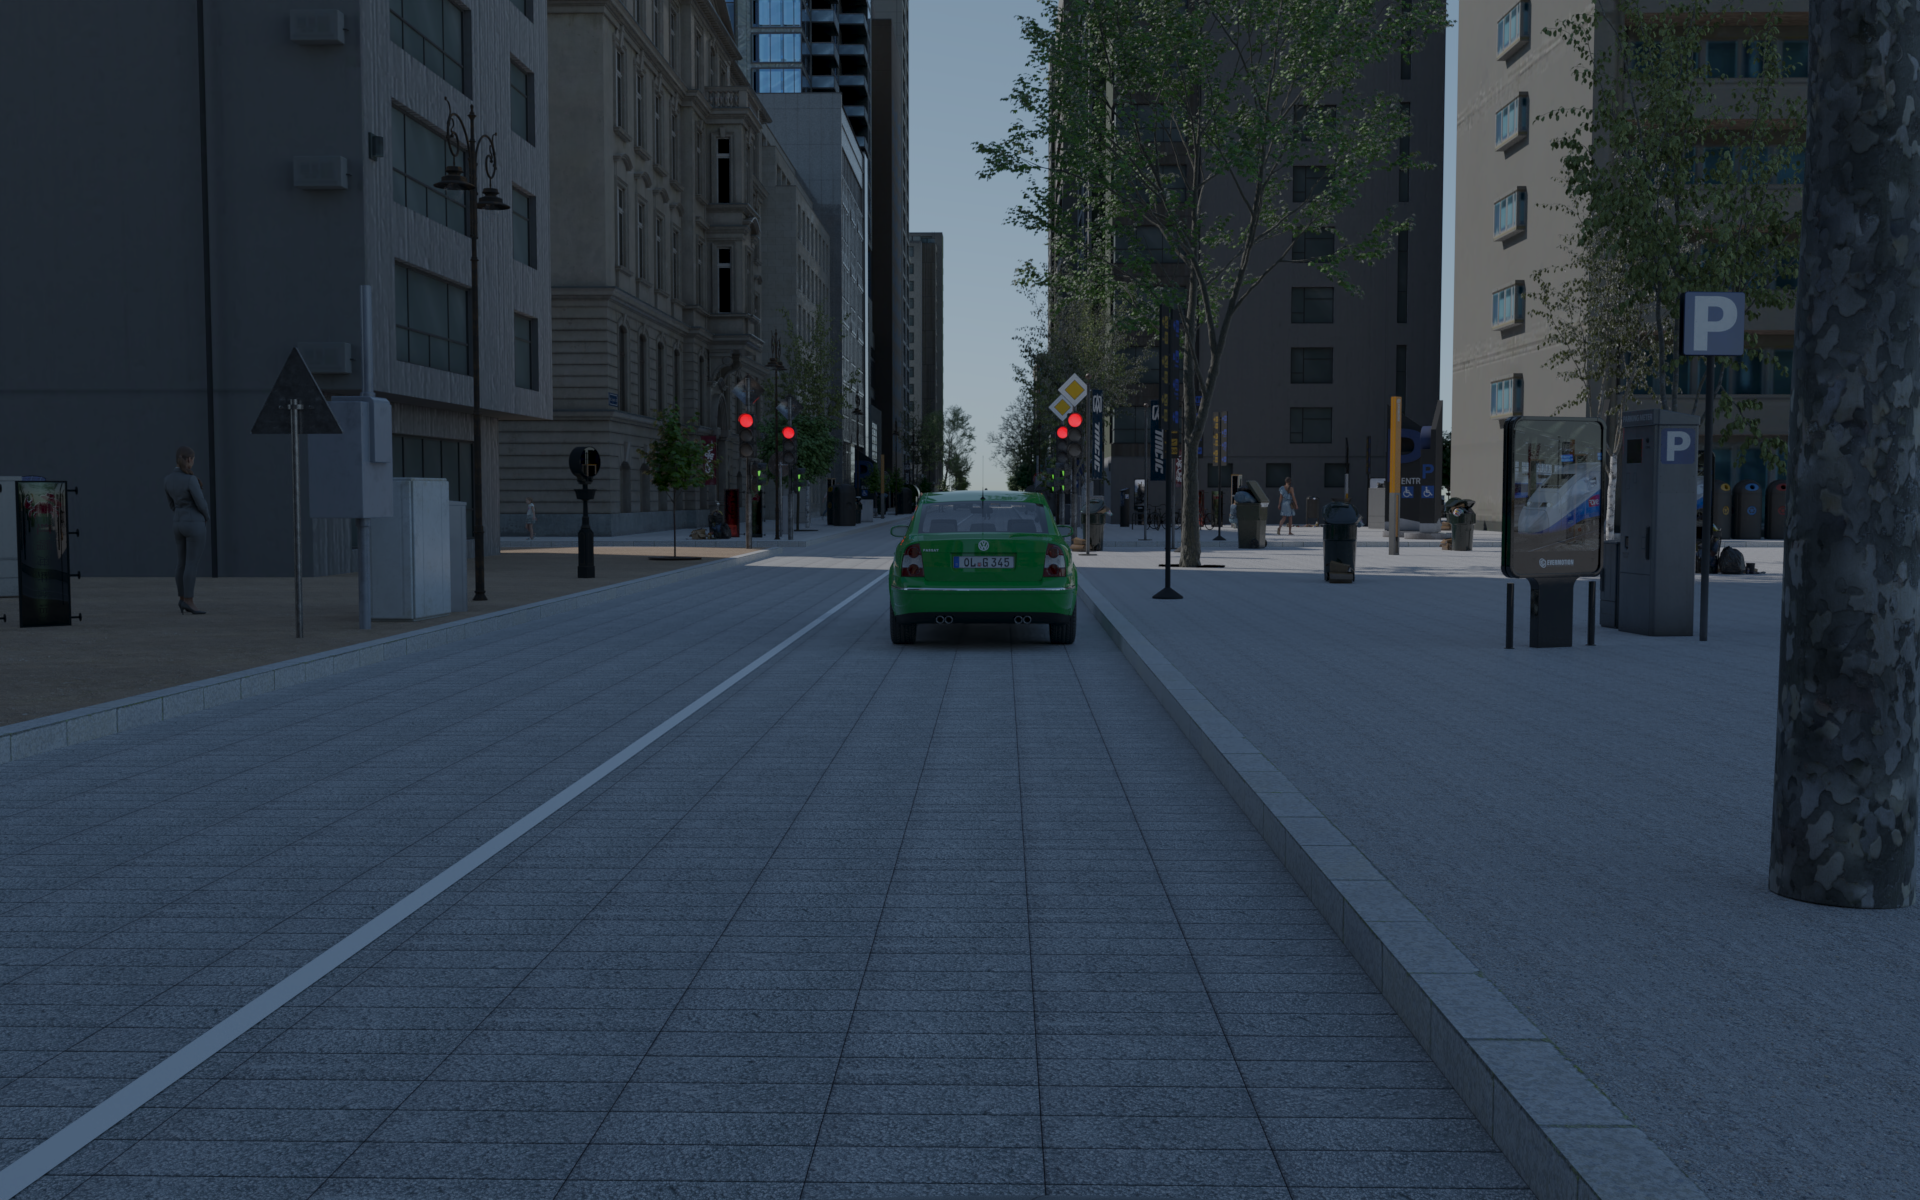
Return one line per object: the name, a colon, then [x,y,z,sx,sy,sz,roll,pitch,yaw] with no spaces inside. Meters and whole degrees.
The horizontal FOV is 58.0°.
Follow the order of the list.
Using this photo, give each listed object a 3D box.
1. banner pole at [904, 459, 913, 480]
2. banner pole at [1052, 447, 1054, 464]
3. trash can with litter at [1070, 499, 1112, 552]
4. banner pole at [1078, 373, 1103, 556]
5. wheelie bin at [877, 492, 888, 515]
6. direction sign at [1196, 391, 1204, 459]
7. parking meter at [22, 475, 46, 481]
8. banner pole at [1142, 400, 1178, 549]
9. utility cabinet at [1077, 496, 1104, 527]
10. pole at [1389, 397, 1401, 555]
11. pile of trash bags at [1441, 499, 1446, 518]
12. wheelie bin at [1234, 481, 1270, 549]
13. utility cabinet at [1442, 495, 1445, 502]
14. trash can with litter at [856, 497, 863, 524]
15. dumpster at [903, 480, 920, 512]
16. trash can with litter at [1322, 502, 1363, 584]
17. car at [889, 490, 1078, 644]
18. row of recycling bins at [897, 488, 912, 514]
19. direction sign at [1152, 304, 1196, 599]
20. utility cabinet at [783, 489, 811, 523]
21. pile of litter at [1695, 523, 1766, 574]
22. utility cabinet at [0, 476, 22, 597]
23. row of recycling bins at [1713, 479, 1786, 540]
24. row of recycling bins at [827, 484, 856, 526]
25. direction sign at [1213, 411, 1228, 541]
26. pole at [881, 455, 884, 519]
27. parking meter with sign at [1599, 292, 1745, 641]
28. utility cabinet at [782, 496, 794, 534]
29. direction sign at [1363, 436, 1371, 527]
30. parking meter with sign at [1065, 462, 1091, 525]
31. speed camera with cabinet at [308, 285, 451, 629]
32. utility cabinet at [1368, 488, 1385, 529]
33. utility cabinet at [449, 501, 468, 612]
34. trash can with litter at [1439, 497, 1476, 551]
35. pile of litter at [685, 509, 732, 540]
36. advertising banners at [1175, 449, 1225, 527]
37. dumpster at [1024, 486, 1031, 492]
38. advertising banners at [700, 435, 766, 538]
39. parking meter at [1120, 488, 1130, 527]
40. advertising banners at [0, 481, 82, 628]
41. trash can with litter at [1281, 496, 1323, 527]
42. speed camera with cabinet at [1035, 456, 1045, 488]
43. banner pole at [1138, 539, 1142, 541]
banner pole: [-3.601,-8.153,123.326,0.863,3.779,0.401,-1,4,-9]
banner pole: [4.962,-6.255,92.280,0.401,3.779,0.863,0,4,6]
trash can with litter: [2.912,-1.671,38.711,0.624,1.170,1.055,2,4,31]
banner pole: [2.795,-2.828,36.250,0.401,3.779,0.863,2,4,33]
wheelie bin: [-4.921,-6.059,106.974,0.980,1.594,0.693,1,4,12]
direction sign: [4.900,-2.817,38.047,0.876,3.537,0.379,0,4,3]
parking meter: [-12.523,-0.916,23.382,0.372,1.533,0.369,0,3,0]
banner pole: [4.780,-3.081,40.384,0.863,3.779,0.401,3,4,36]
utility cabinet: [5.075,-3.433,67.291,1.020,1.237,0.306,-1,4,-16]
pole: [9.136,-2.601,36.364,0.158,3.312,0.155,0,3,0]
pile of trash bags: [25.077,-5.096,93.067,1.912,1.369,3.447,2,4,28]
wheelie bin: [6.848,-2.010,40.767,0.693,1.594,0.980,2,4,29]
utility cabinet: [29.653,-5.916,107.894,1.020,1.237,0.306,-1,4,-13]
trash can with litter: [-4.676,-3.881,74.841,0.624,1.170,1.055,-3,4,-39]
dumpster: [-3.543,-7.111,118.756,1.502,2.255,1.985,0,4,1]
trash can with litter: [5.599,-0.846,25.212,0.624,1.170,1.055,0,4,7]
car: [0.229,-0.556,17.889,1.959,1.807,4.718,0,4,0]
row of recycling bins: [-3.729,-6.480,113.066,1.069,1.692,3.534,0,4,-6]
direction sign: [2.550,-1.784,21.161,0.379,3.537,0.876,1,4,21]
utility cabinet: [-7.075,-4.068,75.194,1.173,1.500,0.318,0,4,-5]
pile of litter: [12.119,-0.867,28.147,1.719,0.858,1.176,3,5,42]
utility cabinet: [-12.165,-0.768,21.229,1.173,1.500,0.318,-3,4,-38]
row of recycling bins: [22.685,-2.559,48.949,3.534,1.692,1.069,0,4,5]
row of recycling bins: [-4.813,-3.893,70.763,1.069,1.692,3.534,-1,4,-10]
direction sign: [7.170,-3.412,47.778,0.379,3.537,0.876,-1,4,-17]
pole: [-4.023,-5.872,89.842,0.158,3.312,0.155,0,3,0]
parking meter with sign: [6.416,-1.198,15.852,0.543,3.016,1.738,0,4,-5]
utility cabinet: [-5.523,-2.724,55.700,0.306,1.237,1.020,0,4,-1]
direction sign: [16.007,-4.644,67.919,0.379,3.537,0.876,0,4,4]
parking meter with sign: [4.994,-4.685,72.861,0.543,3.016,1.738,3,4,36]
speed camera with cabinet: [-5.751,-1.400,17.218,0.660,3.252,2.038,0,4,6]
utility cabinet: [15.502,-3.329,63.104,1.173,1.500,0.318,3,4,36]
utility cabinet: [-5.787,-0.492,19.212,0.306,1.237,1.020,-3,4,-37]
trash can with litter: [11.227,-1.706,39.277,0.624,1.170,1.055,-1,4,-16]
pile of litter: [-7.183,-2.158,49.256,1.176,0.858,1.719,3,5,39]
advertising banners: [9.288,-4.352,67.343,2.074,3.025,0.090,0,4,-3]
dumpster: [4.685,-6.335,109.329,1.264,1.857,1.865,0,4,1]
advertising banners: [-6.720,-3.364,51.185,2.074,3.025,0.090,1,4,18]
parking meter: [6.420,-3.611,67.459,0.372,1.533,0.369,0,3,0]
advertising banners: [-9.373,-1.222,16.166,2.074,3.025,0.090,-3,5,-42]
trash can with litter: [13.294,-3.436,67.242,2.233,1.210,1.678,-1,4,-17]
speed camera with cabinet: [4.127,-5.757,88.456,0.660,3.252,2.038,0,4,4]
banner pole: [5.169,-3.550,48.064,0.401,3.779,0.863,1,4,10]
